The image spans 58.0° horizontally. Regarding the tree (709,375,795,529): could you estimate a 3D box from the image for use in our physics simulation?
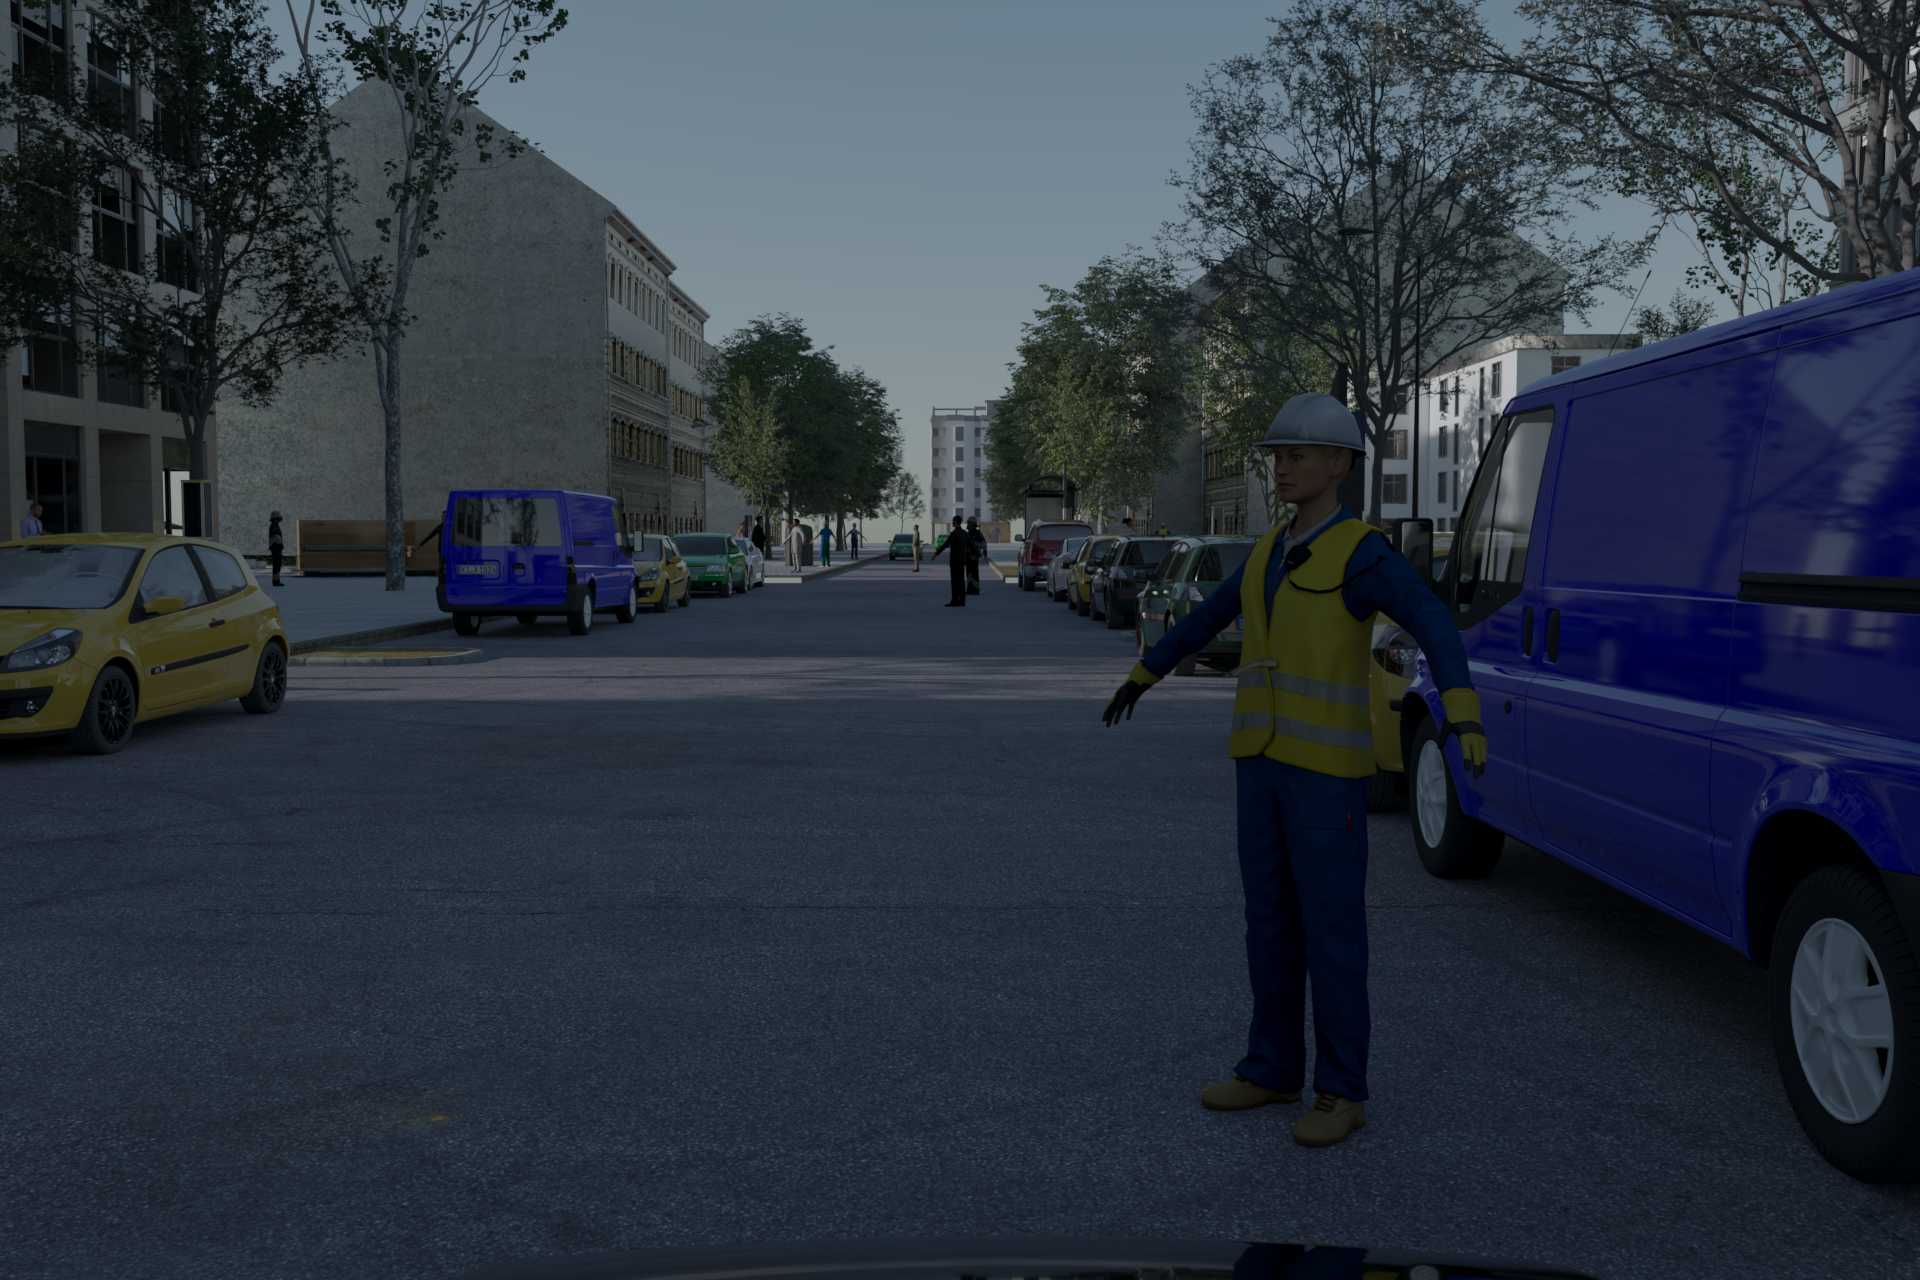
[{"bbox_3d":[-9.348,-7.888,79.323,4.737,8.622,4.395,0,3,0],"label":"tree"}]

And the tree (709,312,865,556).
[{"bbox_3d":[-9.694,-11.766,99.036,9.857,13.997,8.962,0,3,0],"label":"tree"}]

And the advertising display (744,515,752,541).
[{"bbox_3d":[-7.163,-3.270,58.684,0.123,1.923,0.974,0,4,2],"label":"advertising display"}]

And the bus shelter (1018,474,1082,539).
[{"bbox_3d":[3.132,-4.111,61.139,2.014,3.302,5.546,0,4,0],"label":"bus shelter"}]

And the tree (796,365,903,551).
[{"bbox_3d":[-8.882,-13.594,128.909,9.857,13.997,8.962,0,3,0],"label":"tree"}]

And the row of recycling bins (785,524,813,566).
[{"bbox_3d":[-6.503,-3.874,70.446,1.069,1.692,3.534,0,4,0],"label":"row of recycling bins"}]

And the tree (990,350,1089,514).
[{"bbox_3d":[5.485,-11.383,104.234,7.486,12.596,7.792,0,3,0],"label":"tree"}]

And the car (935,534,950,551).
[{"bbox_3d":[-1.285,-8.678,150.686,1.959,1.807,4.718,0,4,-1],"label":"car"}]

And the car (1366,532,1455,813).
[{"bbox_3d":[2.828,-0.007,10.331,2.015,1.641,3.980,0,4,0],"label":"car"}]

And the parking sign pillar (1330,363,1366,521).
[{"bbox_3d":[6.153,-2.416,27.966,1.447,3.967,1.447,0,4,0],"label":"parking sign pillar"}]

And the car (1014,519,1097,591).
[{"bbox_3d":[2.578,-2.218,44.945,2.281,1.827,5.304,0,4,0],"label":"car"}]

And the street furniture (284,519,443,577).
[{"bbox_3d":[-17.067,-3.002,55.940,9.812,1.723,11.010,-1,4,-23],"label":"street furniture"}]

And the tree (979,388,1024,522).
[{"bbox_3d":[6.176,-14.480,143.395,9.857,13.997,8.962,0,3,0],"label":"tree"}]

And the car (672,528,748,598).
[{"bbox_3d":[-6.039,-1.933,40.405,1.959,1.807,4.718,0,4,0],"label":"car"}]

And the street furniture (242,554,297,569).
[{"bbox_3d":[-27.955,-3.091,66.162,5.734,0.657,10.072,1,4,12],"label":"street furniture"}]

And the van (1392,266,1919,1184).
[{"bbox_3d":[2.886,-0.067,5.477,2.240,2.365,5.245,0,4,-1],"label":"van"}]

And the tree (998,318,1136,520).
[{"bbox_3d":[5.576,-10.615,91.681,7.486,12.596,7.792,0,3,0],"label":"tree"}]

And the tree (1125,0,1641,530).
[{"bbox_3d":[8.800,-7.705,36.347,12.009,13.543,11.850,0,3,0],"label":"tree"}]

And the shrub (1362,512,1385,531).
[{"bbox_3d":[14.623,-3.557,62.202,1.661,2.075,1.752,0,3,0],"label":"shrub"}]

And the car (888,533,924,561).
[{"bbox_3d":[-2.952,-5.271,94.970,1.959,1.807,4.718,0,3,0],"label":"car"}]

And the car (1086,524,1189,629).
[{"bbox_3d":[3.043,-1.083,27.499,2.009,1.686,4.222,0,4,-1],"label":"car"}]

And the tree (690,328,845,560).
[{"bbox_3d":[-9.618,-9.852,86.832,9.928,11.665,9.643,0,3,0],"label":"tree"}]

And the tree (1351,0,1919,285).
[{"bbox_3d":[9.044,-6.488,16.455,12.009,13.543,11.850,0,3,0],"label":"tree"}]

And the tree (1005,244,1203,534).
[{"bbox_3d":[6.367,-10.459,77.664,9.857,13.997,8.962,0,3,0],"label":"tree"}]

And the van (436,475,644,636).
[{"bbox_3d":[-6.182,-1.330,26.125,2.240,2.365,5.245,0,3,0],"label":"van"}]

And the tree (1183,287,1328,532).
[{"bbox_3d":[8.773,-6.080,49.770,4.737,8.622,4.395,0,3,0],"label":"tree"}]

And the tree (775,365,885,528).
[{"bbox_3d":[-8.827,-12.068,115.440,7.486,12.596,7.792,0,3,0],"label":"tree"}]

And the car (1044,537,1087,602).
[{"bbox_3d":[2.903,-1.573,38.075,2.083,1.381,4.827,0,4,0],"label":"car"}]

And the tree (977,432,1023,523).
[{"bbox_3d":[6.413,-15.180,154.848,9.857,13.997,8.962,0,3,0],"label":"tree"}]

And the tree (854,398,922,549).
[{"bbox_3d":[-8.892,-14.867,153.437,12.009,13.543,11.850,0,3,0],"label":"tree"}]

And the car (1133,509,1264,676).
[{"bbox_3d":[2.946,-0.556,18.881,2.009,1.686,4.222,0,4,-1],"label":"car"}]

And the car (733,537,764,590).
[{"bbox_3d":[-6.252,-2.039,45.698,2.083,1.381,4.827,0,4,0],"label":"car"}]

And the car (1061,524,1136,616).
[{"bbox_3d":[2.887,-1.309,31.625,2.015,1.641,3.980,0,3,0],"label":"car"}]

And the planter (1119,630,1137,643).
[{"bbox_3d":[3.188,-0.143,23.478,1.991,0.319,1.994,0,4,-1],"label":"planter"}]

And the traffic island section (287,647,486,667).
[{"bbox_3d":[-6.521,0.193,19.708,1.991,0.108,1.994,0,4,1],"label":"traffic island section"}]

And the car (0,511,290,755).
[{"bbox_3d":[-6.335,-0.137,12.466,2.015,1.641,3.980,0,4,0],"label":"car"}]

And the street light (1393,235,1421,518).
[{"bbox_3d":[7.485,-3.290,26.334,1.470,5.913,1.316,0,3,0],"label":"street light"}]

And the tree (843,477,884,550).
[{"bbox_3d":[-9.607,-12.626,140.850,7.601,10.594,8.767,2,4,26],"label":"tree"}]

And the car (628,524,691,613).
[{"bbox_3d":[-6.186,-1.378,32.754,2.015,1.641,3.980,0,4,0],"label":"car"}]

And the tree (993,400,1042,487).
[{"bbox_3d":[5.968,-11.637,116.013,9.928,11.665,9.643,0,3,0],"label":"tree"}]
